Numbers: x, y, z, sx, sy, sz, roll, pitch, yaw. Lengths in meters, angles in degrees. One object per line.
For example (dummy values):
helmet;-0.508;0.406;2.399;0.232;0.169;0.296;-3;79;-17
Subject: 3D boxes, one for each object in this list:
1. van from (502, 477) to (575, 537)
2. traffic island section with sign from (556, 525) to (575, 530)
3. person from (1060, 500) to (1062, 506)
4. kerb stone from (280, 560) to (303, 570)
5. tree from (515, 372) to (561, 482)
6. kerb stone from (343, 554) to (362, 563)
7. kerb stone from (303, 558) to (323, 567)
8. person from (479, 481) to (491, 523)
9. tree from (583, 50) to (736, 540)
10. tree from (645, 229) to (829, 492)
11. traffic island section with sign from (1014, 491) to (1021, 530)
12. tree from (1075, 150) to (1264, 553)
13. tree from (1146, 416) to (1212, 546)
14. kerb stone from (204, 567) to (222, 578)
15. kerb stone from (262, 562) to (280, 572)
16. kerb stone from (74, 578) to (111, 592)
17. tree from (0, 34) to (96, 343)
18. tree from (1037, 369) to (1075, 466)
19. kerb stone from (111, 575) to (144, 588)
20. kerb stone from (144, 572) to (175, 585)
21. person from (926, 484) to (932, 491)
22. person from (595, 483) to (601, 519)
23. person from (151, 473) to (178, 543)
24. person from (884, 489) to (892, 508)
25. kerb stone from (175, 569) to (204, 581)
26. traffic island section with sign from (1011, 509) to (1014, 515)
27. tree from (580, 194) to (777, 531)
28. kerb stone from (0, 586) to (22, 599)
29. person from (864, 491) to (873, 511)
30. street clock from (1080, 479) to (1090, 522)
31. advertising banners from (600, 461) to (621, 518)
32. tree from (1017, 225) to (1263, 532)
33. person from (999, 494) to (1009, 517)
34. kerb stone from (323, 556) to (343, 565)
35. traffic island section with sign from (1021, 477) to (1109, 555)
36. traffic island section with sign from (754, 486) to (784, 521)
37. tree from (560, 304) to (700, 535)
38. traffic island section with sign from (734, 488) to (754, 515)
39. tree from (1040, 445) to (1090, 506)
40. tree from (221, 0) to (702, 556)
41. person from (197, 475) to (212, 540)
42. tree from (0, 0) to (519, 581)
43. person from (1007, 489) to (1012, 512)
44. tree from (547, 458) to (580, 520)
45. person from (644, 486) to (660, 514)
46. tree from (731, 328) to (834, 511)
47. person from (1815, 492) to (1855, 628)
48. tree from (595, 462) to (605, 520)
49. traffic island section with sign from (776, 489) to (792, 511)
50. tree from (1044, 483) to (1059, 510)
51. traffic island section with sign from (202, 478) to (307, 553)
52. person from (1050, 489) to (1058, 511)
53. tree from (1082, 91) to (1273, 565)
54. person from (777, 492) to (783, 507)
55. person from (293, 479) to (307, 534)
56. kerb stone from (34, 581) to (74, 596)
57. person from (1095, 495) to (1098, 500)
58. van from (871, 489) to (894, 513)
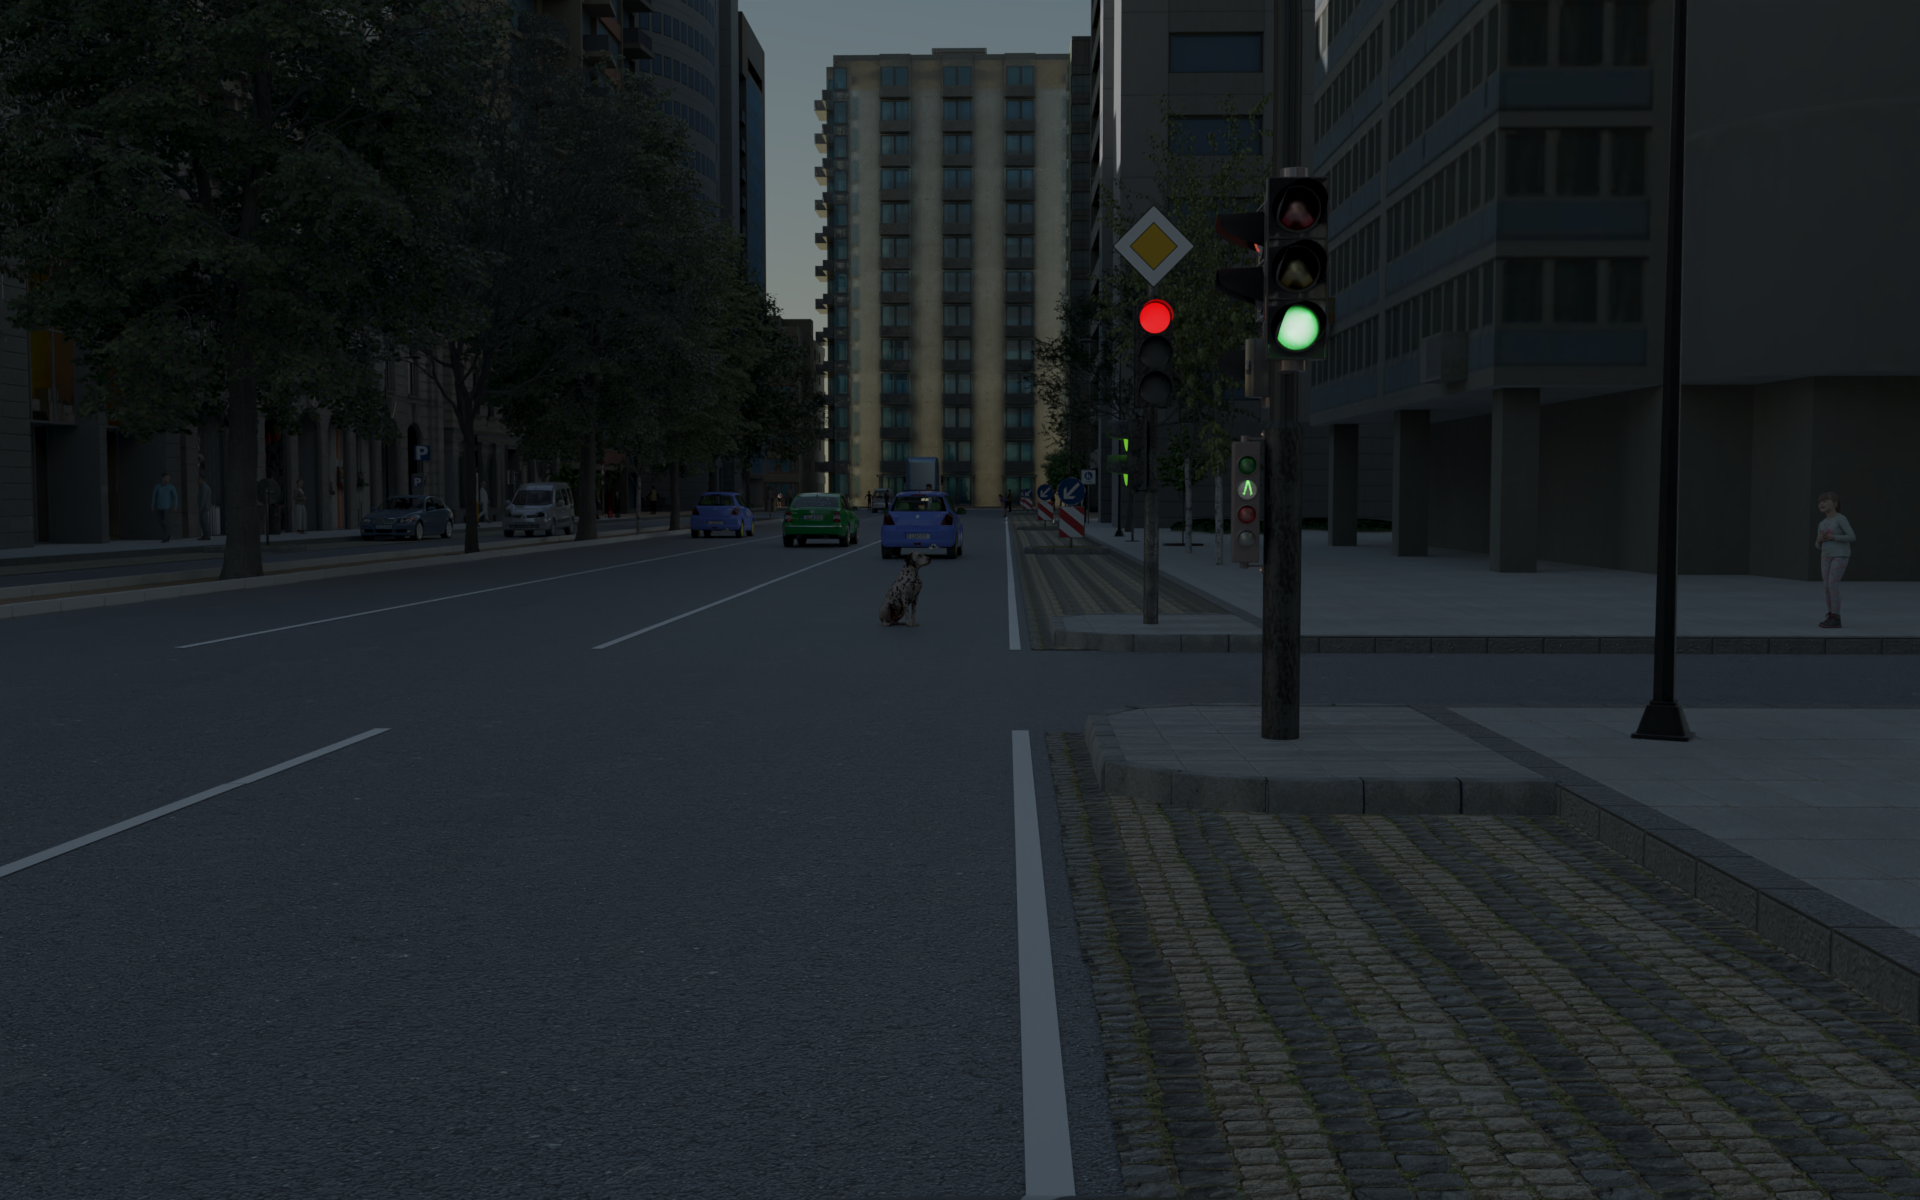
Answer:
van;-14.329;-3.177;58.950;2.013;2.044;4.112;0;4;1
traffic island section with sign;-16.644;-3.750;69.947;1.989;1.847;2.006;0;4;1
person;9.848;-9.939;168.181;0.705;1.869;1.348;0;4;-2
kerb stone;-12.796;-0.654;32.889;0.120;0.150;1.000;0;4;1
tree;-18.647;-7.792;77.765;4.360;8.622;3.978;0;3;0
kerb stone;-12.716;-0.842;35.955;0.120;0.150;1.000;0;4;1
kerb stone;-12.773;-0.715;33.911;0.120;0.150;1.000;0;4;1
person;-20.830;-4.258;75.542;0.818;1.842;0.514;-2;4;-28
tree;-11.061;-8.674;50.933;9.857;13.997;8.962;0;3;0
tree;-10.659;-9.482;74.491;9.611;12.733;9.660;0;3;0
traffic island section with sign;3.256;-3.672;68.665;1.989;1.847;2.006;0;4;1
tree;5.043;-5.315;37.255;4.360;8.622;3.978;0;3;0
tree;5.420;-2.961;43.017;1.663;3.219;1.824;0;3;0
kerb stone;-12.874;-0.466;29.820;0.120;0.150;1.000;0;4;1
kerb stone;-12.822;-0.592;31.867;0.120;0.150;1.000;0;4;1
kerb stone;-12.975;-0.216;25.727;0.120;0.150;1.000;0;4;1
tree;-12.175;-4.076;19.468;4.360;8.622;3.978;0;3;0
tree;6.634;-8.903;95.918;4.360;8.622;3.978;0;3;0
kerb stone;-12.951;-0.278;26.754;0.120;0.150;1.000;0;4;1
kerb stone;-12.928;-0.340;27.776;0.120;0.150;1.000;0;4;1
person;-0.957;-2.978;57.536;0.623;1.781;0.721;0;4;4
person;-18.752;-5.102;89.375;0.656;1.842;0.836;2;4;26
person;-20.873;-2.426;45.575;0.638;1.841;0.748;0;4;6
person;-4.938;-6.736;119.077;0.568;1.767;0.683;0;4;-3
kerb stone;-12.899;-0.402;28.798;0.120;0.150;1.000;0;4;1
traffic island section with sign;4.543;-6.743;118.871;1.989;1.847;2.006;0;4;1
tree;-10.745;-8.815;64.715;7.486;12.596;7.792;0;3;0
kerb stone;-13.036;-0.091;23.684;0.120;0.150;1.000;0;4;1
person;-7.835;-8.641;150.604;1.217;1.723;0.721;2;4;34
street clock;5.598;-4.503;78.186;0.471;2.002;0.358;1;4;21
advertising banners;-18.542;-5.848;91.805;0.090;3.025;2.074;1;4;19
tree;5.863;-7.562;58.044;8.767;10.594;7.601;-2;4;-28
person;2.727;-5.889;108.011;0.697;1.427;0.421;-2;4;-25
kerb stone;-12.747;-0.779;34.933;0.120;0.150;1.000;0;4;1
traffic island section with sign;2.547;-2.024;41.720;1.989;1.847;2.006;0;4;1
traffic island section with sign;-10.202;-5.146;92.265;2.006;1.907;1.989;0;4;1
tree;-10.933;-6.484;58.826;4.360;8.622;3.978;0;3;0
traffic island section with sign;-15.348;-6.829;120.285;1.989;1.847;2.006;0;4;1
tree;6.684;-7.769;110.738;4.285;4.588;4.351;0;3;0
tree;-11.171;-7.729;39.202;12.009;13.543;11.850;0;3;0
person;-20.983;-2.566;48.089;0.391;1.810;0.635;-2;4;-27
tree;-11.830;-7.283;28.189;9.857;13.997;8.962;0;3;0
person;3.884;-7.794;136.022;0.705;1.812;1.348;1;4;20
tree;-19.106;-5.495;84.446;1.663;3.219;1.824;0;3;0
person;-19.379;-6.308;109.266;0.705;1.812;1.348;2;4;33
tree;-10.224;-9.016;84.287;8.767;10.594;7.601;0;4;1
person;8.384;-0.387;16.654;0.394;1.301;0.425;-2;4;-33
tree;-18.649;-5.648;86.949;1.663;3.219;1.824;0;3;0
traffic island section with sign;-14.627;-8.522;147.963;1.989;1.847;2.006;0;4;1
tree;7.458;-8.866;139.567;1.663;3.219;1.824;0;3;0
traffic island section with sign;-17.346;-2.093;42.849;1.989;1.847;2.006;0;4;1
person;6.969;-7.546;130.131;1.217;1.735;0.721;-1;4;-10
tree;4.442;-4.933;31.022;4.737;8.622;4.395;0;3;0
person;-17.471;-9.717;168.105;0.799;1.438;0.628;2;4;28
person;-21.075;-2.984;55.384;0.362;1.759;0.519;0;4;5
kerb stone;-13.006;-0.154;24.705;0.120;0.150;1.000;0;4;1
person;8.242;-5.610;97.774;1.348;1.824;0.705;-1;4;-9
van;-5.794;-7.640;131.922;2.013;2.044;4.112;0;4;1
